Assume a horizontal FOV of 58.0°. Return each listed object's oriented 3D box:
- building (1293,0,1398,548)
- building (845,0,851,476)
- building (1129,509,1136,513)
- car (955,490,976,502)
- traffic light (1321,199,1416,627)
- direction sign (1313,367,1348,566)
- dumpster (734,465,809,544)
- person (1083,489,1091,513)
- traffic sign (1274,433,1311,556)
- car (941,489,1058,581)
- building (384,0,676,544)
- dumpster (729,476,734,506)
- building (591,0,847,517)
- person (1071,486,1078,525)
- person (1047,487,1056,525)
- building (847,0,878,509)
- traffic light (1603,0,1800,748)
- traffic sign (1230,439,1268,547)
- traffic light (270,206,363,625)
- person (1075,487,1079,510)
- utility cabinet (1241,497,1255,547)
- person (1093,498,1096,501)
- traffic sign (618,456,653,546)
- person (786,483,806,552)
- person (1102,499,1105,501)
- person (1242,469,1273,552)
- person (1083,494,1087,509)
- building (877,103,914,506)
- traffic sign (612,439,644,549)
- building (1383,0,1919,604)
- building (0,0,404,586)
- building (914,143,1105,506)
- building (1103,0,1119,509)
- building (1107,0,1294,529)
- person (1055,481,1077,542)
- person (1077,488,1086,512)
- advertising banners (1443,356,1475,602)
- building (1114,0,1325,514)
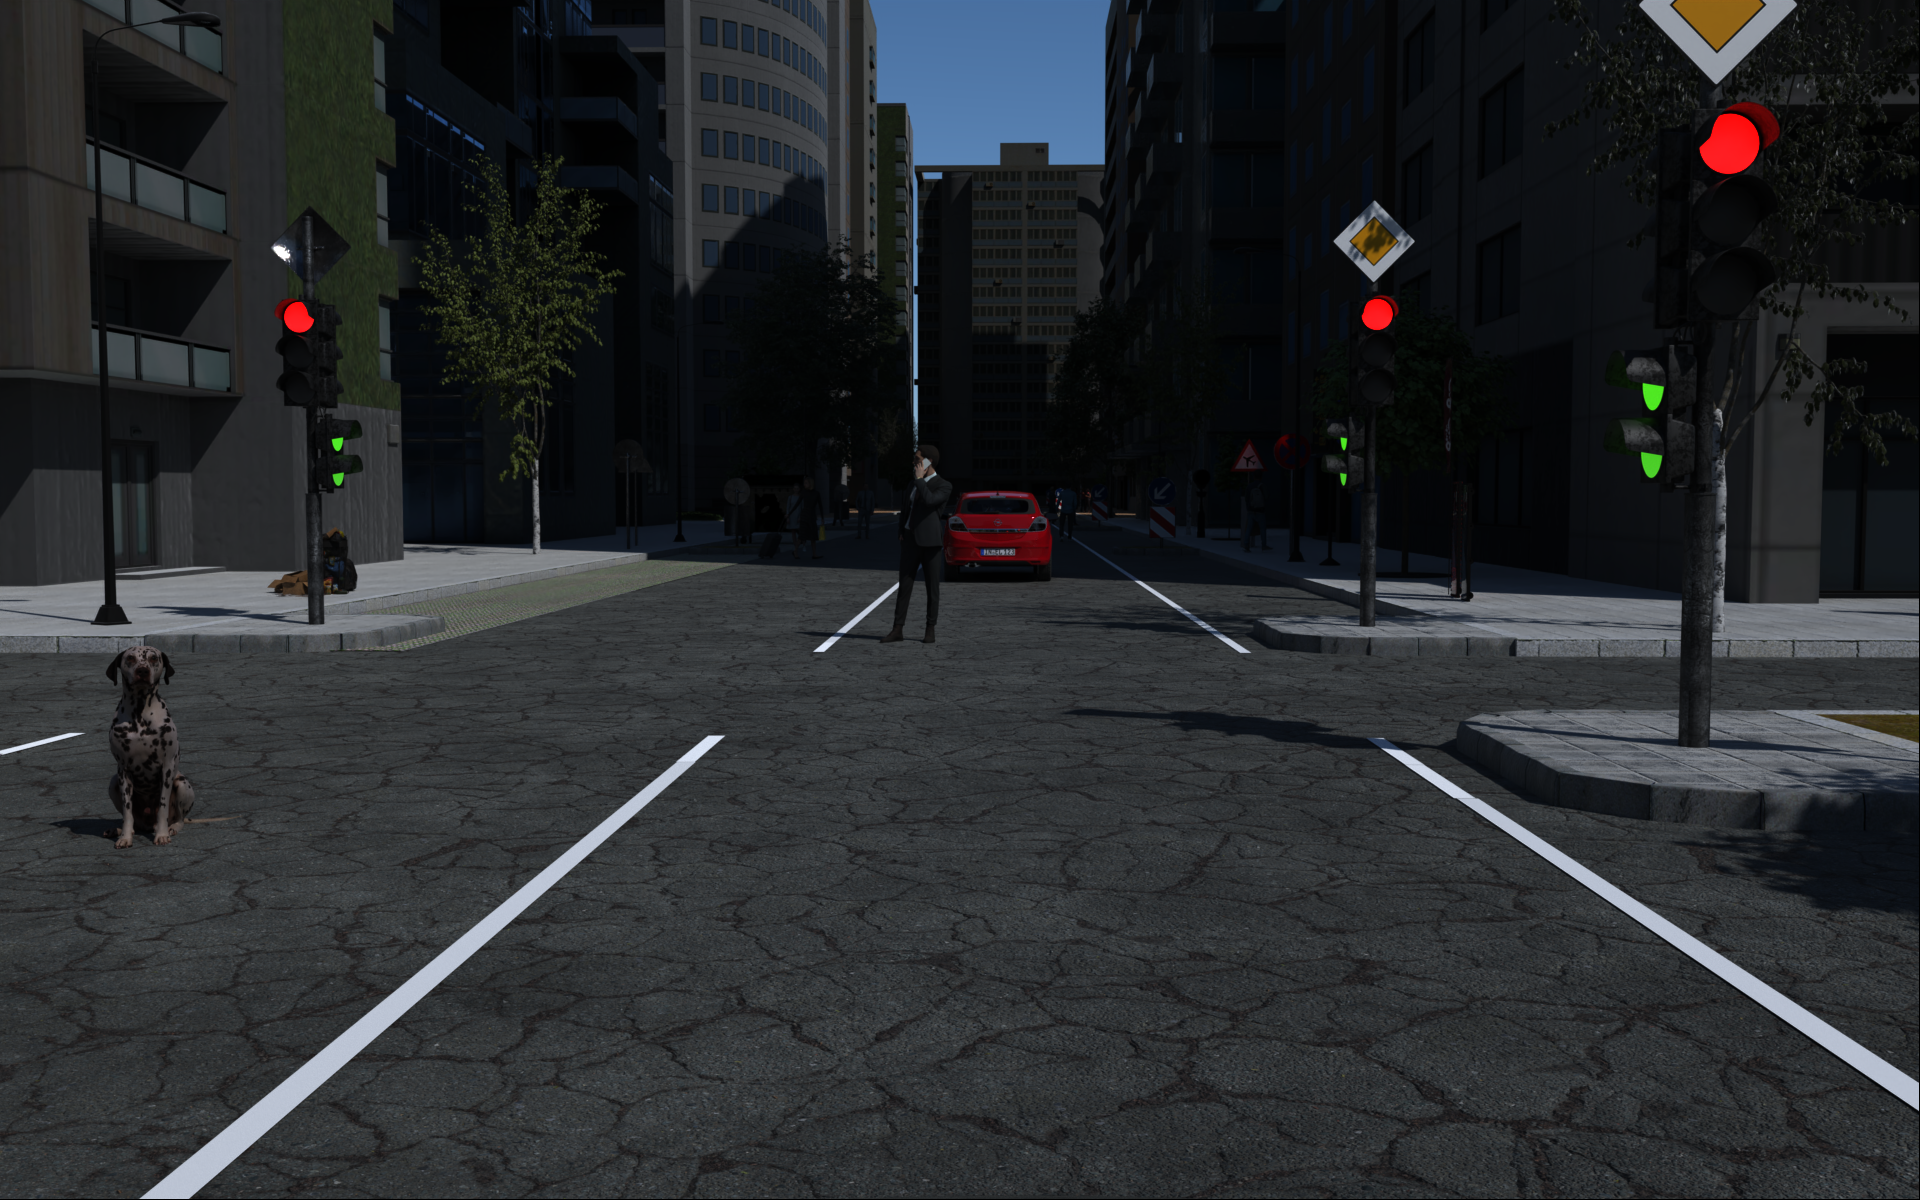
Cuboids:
[{"bbox_3d":[16.711,-24.181,45.474,14.600,45.320,14.200,0,4,2],"label":"building"},{"bbox_3d":[-15.627,-29.221,127.870,14.600,45.320,14.200,0,4,2],"label":"building"},{"bbox_3d":[28.066,-25.957,116.273,32.217,40.220,23.993,0,4,2],"label":"building"},{"bbox_3d":[0.716,-9.306,160.831,2.281,1.827,5.304,0,4,1],"label":"car"},{"bbox_3d":[3.933,-1.698,16.689,0.839,4.253,0.868,0,4,2],"label":"traffic light"},{"bbox_3d":[6.658,-2.390,31.076,0.379,3.537,0.876,-2,4,-35],"label":"direction sign"},{"bbox_3d":[-5.317,-2.741,49.767,1.985,2.255,1.502,0,4,2],"label":"dumpster"},{"bbox_3d":[8.589,-6.729,117.529,0.593,1.643,0.415,1,4,16],"label":"person"},{"bbox_3d":[6.914,-2.200,36.074,0.768,2.556,0.104,1,4,9],"label":"traffic sign"},{"bbox_3d":[0.642,-1.276,29.908,2.155,1.783,4.494,0,4,1],"label":"car"},{"bbox_3d":[-21.887,-45.546,57.345,22.319,86.520,31.000,0,4,2],"label":"building"},{"bbox_3d":[-7.272,-3.518,60.009,1.502,2.255,1.985,0,4,2],"label":"dumpster"},{"bbox_3d":[-18.794,-34.488,105.879,21.231,58.520,28.212,0,4,2],"label":"building"},{"bbox_3d":[5.093,-4.308,79.122,0.419,1.800,0.721,-3,5,-45],"label":"person"},{"bbox_3d":[4.305,-4.428,81.323,0.576,1.772,0.534,3,5,40],"label":"person"},{"bbox_3d":[-18.632,-32.430,153.925,21.600,48.544,21.300,0,4,2],"label":"building"},{"bbox_3d":[3.719,-1.210,8.707,0.839,4.253,0.868,0,4,2],"label":"traffic light"},{"bbox_3d":[6.824,-2.503,40.920,0.884,2.594,0.081,0,4,8],"label":"traffic sign"},{"bbox_3d":[-6.325,-1.714,16.947,0.839,4.253,0.868,0,4,2],"label":"traffic light"},{"bbox_3d":[9.602,-8.438,143.958,0.705,1.831,1.348,-1,4,-22],"label":"person"},{"bbox_3d":[7.004,-1.890,42.059,0.306,1.237,1.020,1,4,13],"label":"utility cabinet"},{"bbox_3d":[11.052,-8.181,143.020,0.599,1.433,0.991,1,4,12],"label":"person"},{"bbox_3d":[-8.024,-2.622,42.868,0.884,2.594,0.081,0,4,3],"label":"traffic sign"},{"bbox_3d":[-4.070,-2.058,43.151,0.512,1.701,0.522,0,3,0],"label":"person"},{"bbox_3d":[12.797,-9.013,153.953,0.990,1.755,0.434,-1,4,-22],"label":"person"},{"bbox_3d":[6.470,-1.952,37.937,0.713,1.824,0.794,-2,4,-31],"label":"person"},{"bbox_3d":[11.032,-8.778,152.788,0.991,1.433,0.599,1,4,18],"label":"person"},{"bbox_3d":[-12.184,-30.657,184.835,14.086,41.232,14.154,0,4,2],"label":"building"},{"bbox_3d":[-7.709,-2.452,40.198,0.768,2.556,0.104,1,4,9],"label":"traffic sign"},{"bbox_3d":[19.823,-36.071,28.019,20.611,71.187,20.563,0,4,2],"label":"building"},{"bbox_3d":[-18.041,-20.934,25.859,14.154,41.232,14.086,0,4,2],"label":"building"},{"bbox_3d":[7.113,-30.724,194.221,23.993,40.220,32.217,0,4,2],"label":"building"},{"bbox_3d":[24.024,-32.377,153.073,21.300,48.544,21.600,0,4,2],"label":"building"},{"bbox_3d":[18.930,-27.888,75.584,23.786,49.044,30.456,0,4,2],"label":"building"},{"bbox_3d":[3.202,-2.674,52.244,0.660,1.820,0.620,0,4,7],"label":"person"},{"bbox_3d":[8.901,-7.241,125.150,1.217,1.743,0.721,0,4,-3],"label":"person"},{"bbox_3d":[6.169,-1.546,21.471,0.090,3.025,2.074,0,4,7],"label":"advertising banners"},{"bbox_3d":[19.528,-29.682,135.414,14.600,45.320,14.200,0,4,2],"label":"building"}]
